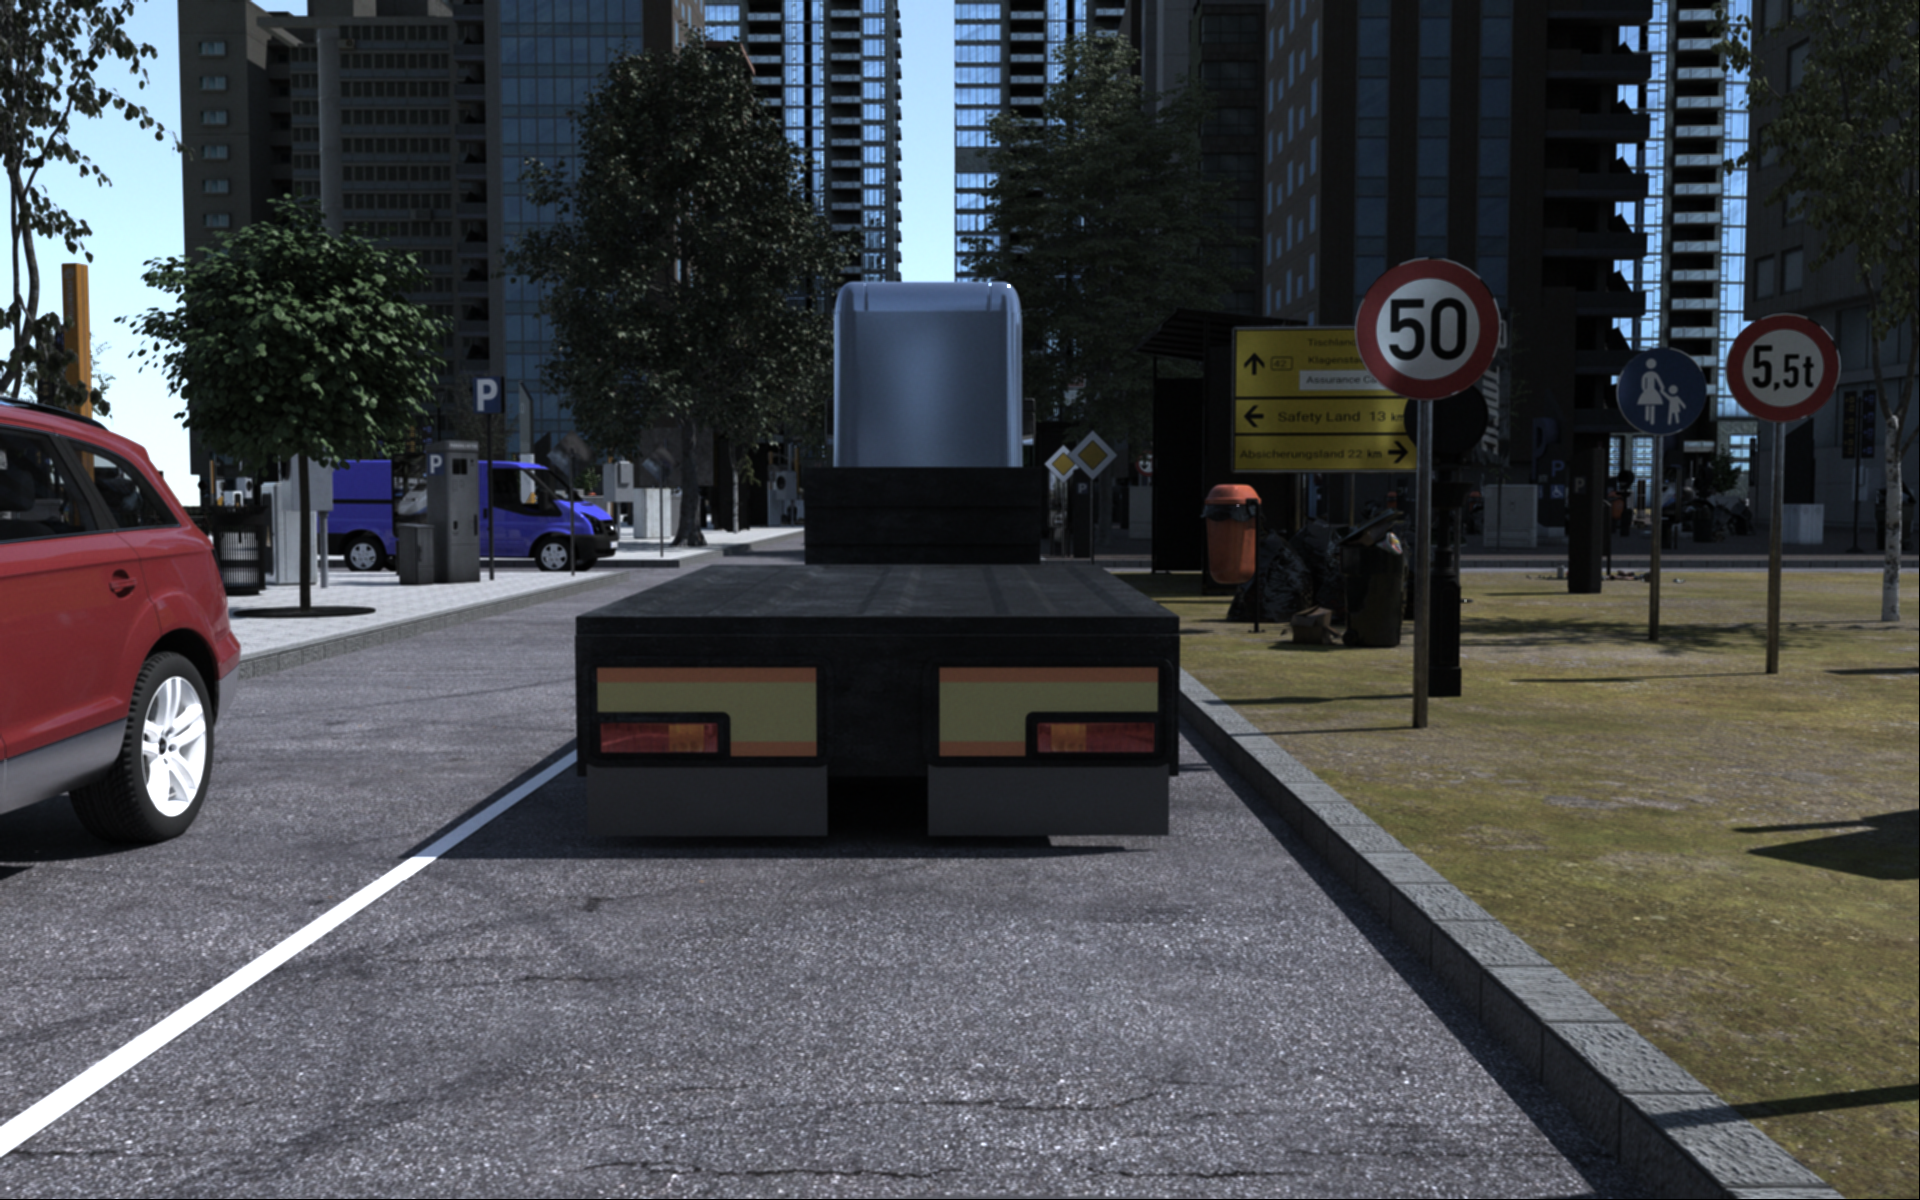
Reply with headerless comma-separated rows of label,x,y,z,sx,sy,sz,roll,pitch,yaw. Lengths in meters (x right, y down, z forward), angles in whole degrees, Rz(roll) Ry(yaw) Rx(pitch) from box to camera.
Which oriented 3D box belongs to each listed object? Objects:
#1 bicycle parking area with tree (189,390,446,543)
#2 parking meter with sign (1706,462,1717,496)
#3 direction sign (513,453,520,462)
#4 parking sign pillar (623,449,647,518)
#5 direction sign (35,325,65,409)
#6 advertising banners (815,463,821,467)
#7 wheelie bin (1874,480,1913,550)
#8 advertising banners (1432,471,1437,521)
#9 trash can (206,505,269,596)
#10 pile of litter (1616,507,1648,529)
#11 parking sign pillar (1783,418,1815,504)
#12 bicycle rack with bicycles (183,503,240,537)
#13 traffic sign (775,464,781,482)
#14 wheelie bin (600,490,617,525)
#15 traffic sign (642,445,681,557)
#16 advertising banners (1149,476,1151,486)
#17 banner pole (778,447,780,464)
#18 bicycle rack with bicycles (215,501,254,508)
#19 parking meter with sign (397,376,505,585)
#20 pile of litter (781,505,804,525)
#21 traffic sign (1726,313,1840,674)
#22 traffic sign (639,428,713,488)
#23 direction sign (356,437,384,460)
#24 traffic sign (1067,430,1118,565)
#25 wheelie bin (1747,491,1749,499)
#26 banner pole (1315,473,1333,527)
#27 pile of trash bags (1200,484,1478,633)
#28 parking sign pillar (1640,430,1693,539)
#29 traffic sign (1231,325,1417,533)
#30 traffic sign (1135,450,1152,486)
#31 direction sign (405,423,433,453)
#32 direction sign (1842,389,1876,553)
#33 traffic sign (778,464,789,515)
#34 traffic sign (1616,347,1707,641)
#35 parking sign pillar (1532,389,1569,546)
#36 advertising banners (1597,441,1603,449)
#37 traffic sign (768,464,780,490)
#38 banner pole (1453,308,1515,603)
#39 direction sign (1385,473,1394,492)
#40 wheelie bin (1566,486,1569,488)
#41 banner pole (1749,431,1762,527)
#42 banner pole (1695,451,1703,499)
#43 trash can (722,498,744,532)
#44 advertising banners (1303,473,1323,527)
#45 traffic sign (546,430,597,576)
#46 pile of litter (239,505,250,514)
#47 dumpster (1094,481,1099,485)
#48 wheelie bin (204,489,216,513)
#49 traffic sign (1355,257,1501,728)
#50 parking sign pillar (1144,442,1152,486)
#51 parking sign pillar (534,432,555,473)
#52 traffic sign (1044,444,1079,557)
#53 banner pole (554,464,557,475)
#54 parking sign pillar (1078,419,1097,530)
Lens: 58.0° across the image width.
bicycle parking area with tree,-17.072,-3.731,47.999,8.231,4.147,9.016,1,4,15
parking meter with sign,40.327,-5.909,92.865,0.543,3.016,1.738,1,4,21
direction sign,-24.267,-6.290,94.837,0.379,3.537,0.876,1,4,15
parking sign pillar,-16.590,-6.149,89.000,1.447,3.967,1.447,1,4,22
direction sign,-12.218,-1.922,23.416,0.876,3.537,0.379,3,4,36
advertising banners,-7.335,-6.107,96.043,2.074,3.025,0.090,3,5,44
wheelie bin,21.373,-1.939,39.617,0.693,1.594,0.980,0,4,-4
advertising banners,17.074,-4.024,61.975,0.090,3.025,2.074,0,4,5
trash can,-9.150,-0.632,21.981,0.748,1.137,0.748,0,3,0
pile of litter,25.167,-3.103,64.692,1.719,0.858,1.176,-2,4,-35
parking sign pillar,29.699,-4.478,61.681,1.447,3.967,1.447,-3,5,-43
bicycle rack with bicycles,-23.642,-2.364,52.026,2.852,0.926,2.925,3,5,43
traffic sign,-7.743,-4.567,74.673,0.884,2.594,0.081,0,4,6
wheelie bin,-14.675,-3.970,72.818,0.693,1.594,0.980,3,5,42
traffic sign,-6.053,-1.925,35.116,0.795,2.450,0.064,0,4,0
advertising banners,7.490,-4.524,70.155,0.090,3.025,2.074,1,4,22
banner pole,-9.591,-6.245,92.130,0.401,3.779,0.863,0,4,-2
bicycle rack with bicycles,-38.935,-4.768,91.338,2.925,0.926,2.852,0,4,-3
parking meter with sign,-7.361,-1.760,25.034,0.543,3.016,1.738,2,4,27
pile of litter,-6.813,-3.524,71.585,1.719,0.858,1.176,-1,4,-12
traffic sign,5.812,-0.747,12.318,0.768,2.556,0.104,0,4,7
traffic sign,-8.698,-3.623,53.114,2.265,3.308,0.079,0,4,1
direction sign,-19.658,-4.023,57.777,0.876,3.537,0.379,0,4,-8
traffic sign,2.070,-1.434,27.090,0.795,2.450,0.064,0,4,0
wheelie bin,46.693,-5.753,101.966,0.693,1.594,0.980,1,4,16
banner pole,14.114,-4.725,67.270,0.863,3.779,0.401,-2,4,-23
pile of trash bags,3.484,-0.459,17.250,1.912,1.369,3.447,3,5,40
parking sign pillar,20.506,-3.773,50.165,1.447,3.967,1.447,0,4,3
traffic sign,4.427,-1.659,20.992,2.265,3.308,0.079,0,4,6
traffic sign,5.442,-3.059,50.121,0.768,2.556,0.104,0,4,3
direction sign,-17.136,-3.848,54.910,0.876,3.537,0.379,-3,4,-37
direction sign,19.667,-2.810,37.948,0.379,3.537,0.876,-1,4,-16
traffic sign,-7.597,-4.535,74.249,0.768,2.556,0.104,0,4,6
traffic sign,6.087,-0.918,15.121,0.768,2.556,0.104,0,4,4
parking sign pillar,14.883,-3.381,43.747,1.447,3.967,1.447,0,4,0
advertising banners,21.053,-3.763,57.713,0.090,3.025,2.074,0,4,4
traffic sign,-7.971,-4.475,73.279,0.768,2.556,0.104,0,4,7
banner pole,6.127,-1.865,20.502,0.863,3.779,0.401,0,4,-7
direction sign,17.452,-4.793,70.359,0.379,3.537,0.876,2,4,35
wheelie bin,24.318,-3.740,69.064,0.980,1.594,0.693,-2,4,-35
banner pole,31.280,-4.782,68.208,0.863,3.779,0.401,-3,4,-36
banner pole,42.869,-6.759,100.532,0.401,3.779,0.863,0,4,-6
trash can,-7.686,-2.876,58.681,0.748,1.137,0.748,0,3,0
advertising banners,8.936,-3.010,45.398,0.090,3.025,2.074,-2,4,-27
traffic sign,-6.074,-1.437,27.131,0.795,2.450,0.064,0,4,0
pile of litter,-28.945,-3.389,69.369,1.176,0.858,1.719,0,4,-1
dumpster,5.882,-4.439,78.338,1.264,1.857,1.865,0,4,0
wheelie bin,-46.078,-6.015,106.247,0.693,1.594,0.980,-1,4,-12
traffic sign,2.527,-0.571,9.437,0.768,2.556,0.104,1,4,8
parking sign pillar,9.828,-6.123,88.591,1.447,3.967,1.447,-1,4,-10
parking sign pillar,-18.243,-5.309,75.274,1.447,3.967,1.447,2,4,24
traffic sign,2.091,-1.922,35.075,0.795,2.450,0.064,0,4,0
banner pole,-23.380,-6.657,98.856,0.863,3.779,0.401,0,4,3
parking sign pillar,4.203,-4.509,62.198,1.447,3.967,1.447,-2,4,-28
